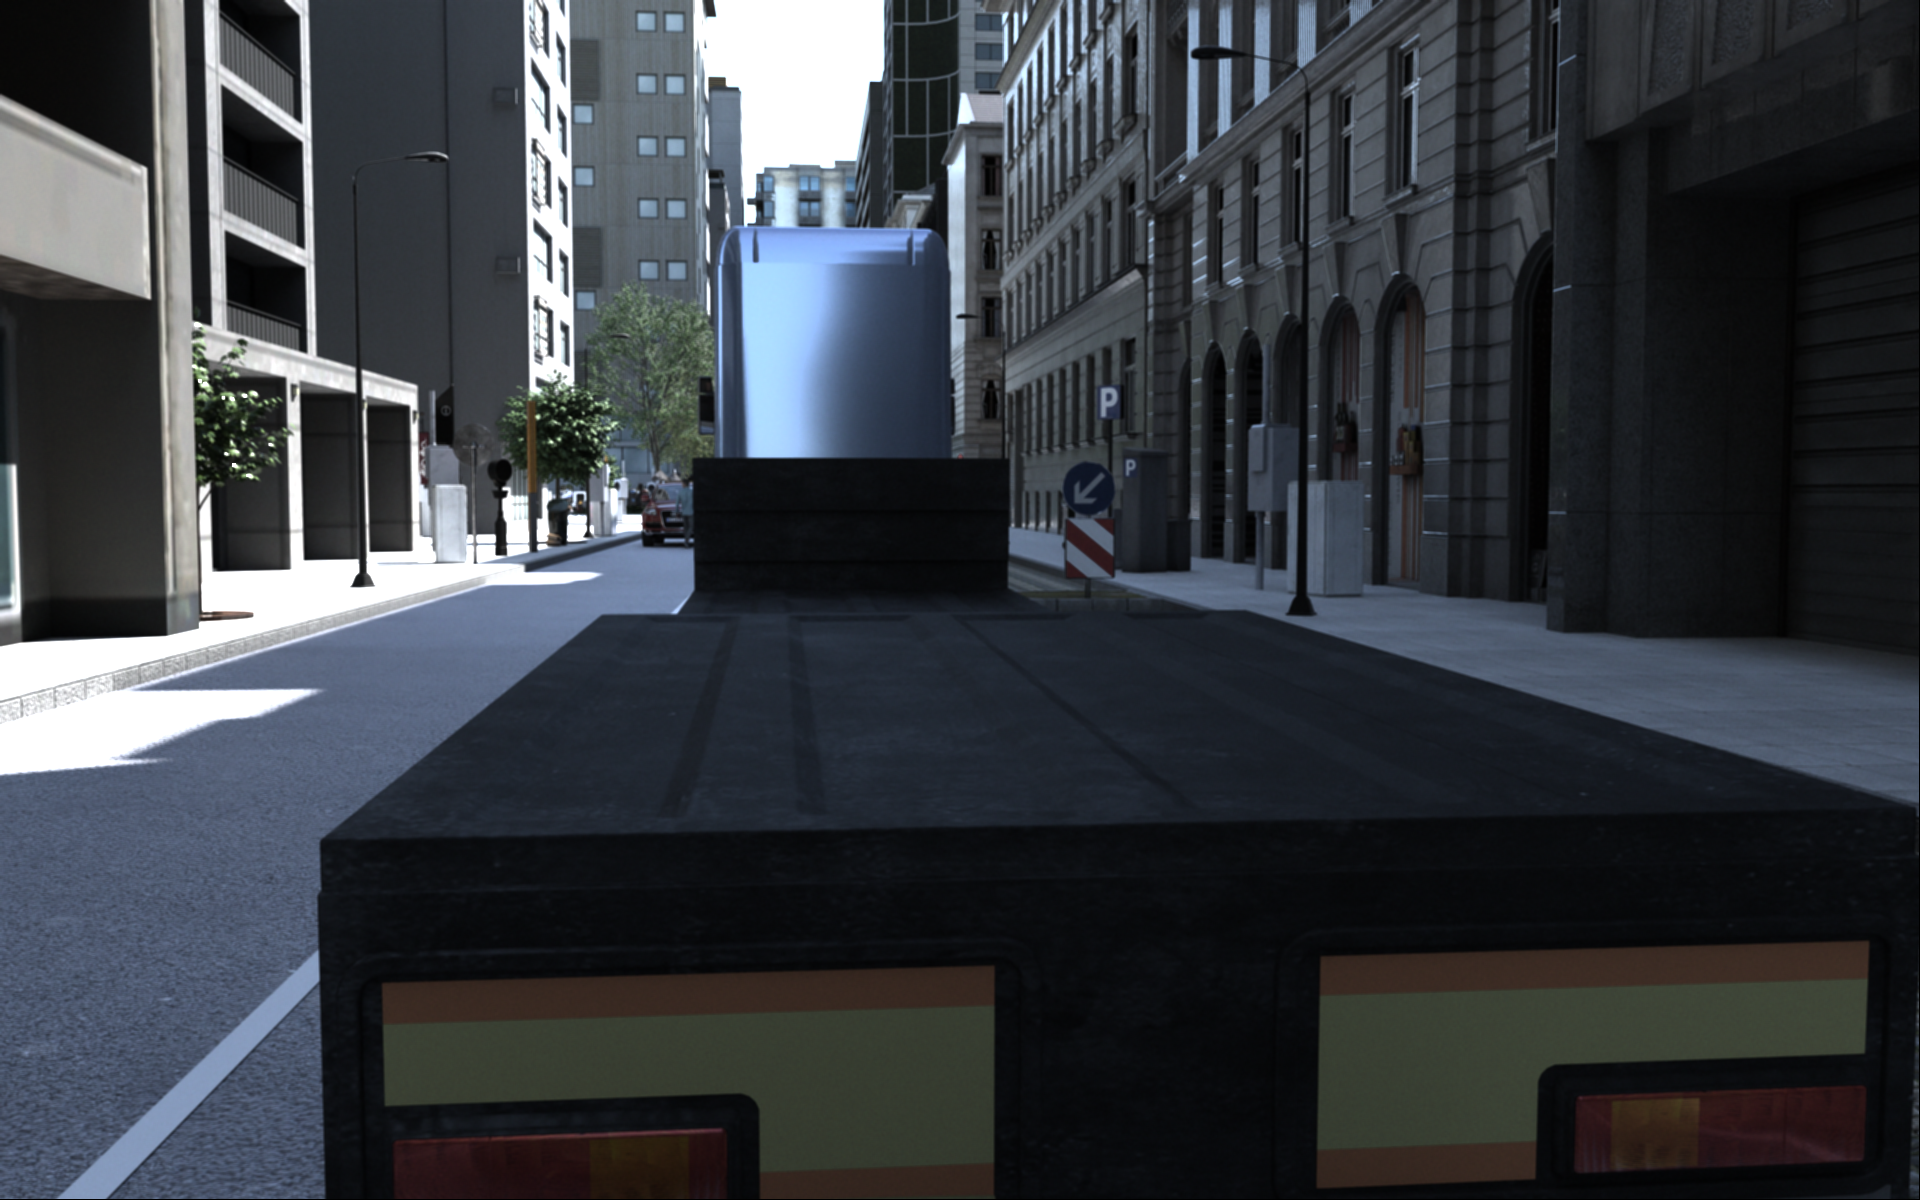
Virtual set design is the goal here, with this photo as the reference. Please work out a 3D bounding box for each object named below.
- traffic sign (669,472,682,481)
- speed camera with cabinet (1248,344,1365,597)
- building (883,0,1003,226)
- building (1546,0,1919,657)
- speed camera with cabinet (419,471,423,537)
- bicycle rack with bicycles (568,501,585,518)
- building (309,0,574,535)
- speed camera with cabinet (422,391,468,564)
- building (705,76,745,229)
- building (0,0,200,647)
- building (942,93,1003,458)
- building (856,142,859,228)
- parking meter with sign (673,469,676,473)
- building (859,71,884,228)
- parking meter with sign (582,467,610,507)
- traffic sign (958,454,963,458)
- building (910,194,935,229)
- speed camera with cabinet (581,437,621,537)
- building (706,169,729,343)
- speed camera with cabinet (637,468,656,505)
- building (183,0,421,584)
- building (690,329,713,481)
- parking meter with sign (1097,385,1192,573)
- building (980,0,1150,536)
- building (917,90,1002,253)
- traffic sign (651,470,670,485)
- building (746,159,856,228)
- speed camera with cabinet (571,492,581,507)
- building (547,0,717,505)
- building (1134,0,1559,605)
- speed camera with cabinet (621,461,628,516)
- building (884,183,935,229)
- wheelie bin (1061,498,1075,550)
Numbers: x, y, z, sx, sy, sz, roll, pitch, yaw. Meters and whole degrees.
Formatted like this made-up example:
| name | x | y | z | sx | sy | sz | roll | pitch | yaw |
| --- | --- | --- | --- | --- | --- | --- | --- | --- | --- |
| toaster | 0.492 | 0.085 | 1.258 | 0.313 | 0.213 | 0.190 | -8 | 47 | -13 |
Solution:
| name | x | y | z | sx | sy | sz | roll | pitch | yaw |
| --- | --- | --- | --- | --- | --- | --- | --- | --- | --- |
| traffic sign | -12.985 | -4.590 | 78.695 | 0.795 | 2.450 | 0.064 | 0 | 4 | -5 |
| speed camera with cabinet | 4.456 | -1.716 | 22.386 | 0.660 | 3.252 | 2.038 | -1 | 4 | -19 |
| building | 0.823 | -45.027 | 174.448 | 20.563 | 71.187 | 20.611 | 0 | 4 | -5 |
| building | 12.449 | -11.515 | 6.289 | 12.078 | 24.808 | 19.932 | 0 | 4 | -5 |
| speed camera with cabinet | -15.665 | -3.453 | 50.797 | 0.660 | 3.252 | 2.038 | 2 | 4 | 28 |
| bicycle rack with bicycles | -22.157 | -5.003 | 95.176 | 2.852 | 0.926 | 2.925 | -2 | 4 | -32 |
| building | -20.958 | -22.983 | 59.366 | 14.086 | 41.232 | 14.154 | 0 | 4 | -5 |
| speed camera with cabinet | -9.675 | -2.342 | 32.622 | 0.660 | 3.252 | 2.038 | -1 | 4 | -21 |
| building | -44.715 | -43.090 | 246.512 | 28.212 | 58.520 | 21.231 | 0 | 4 | -5 |
| building | -16.828 | -23.230 | 3.519 | 21.300 | 48.544 | 21.600 | 0 | 4 | -5 |
| building | 8.579 | -14.532 | 86.742 | 18.267 | 20.994 | 9.793 | 0 | 4 | -5 |
| building | -2.030 | -36.339 | 217.845 | 21.300 | 48.544 | 21.600 | 0 | 4 | -5 |
| parking meter with sign | -19.099 | -7.625 | 120.925 | 1.738 | 3.016 | 0.543 | 0 | 4 | -1 |
| building | -0.002 | -35.016 | 196.221 | 21.300 | 48.544 | 21.600 | 0 | 4 | -5 |
| parking meter with sign | -23.718 | -7.127 | 112.782 | 1.738 | 3.016 | 0.543 | 0 | 4 | 3 |
| traffic sign | 0.013 | -3.427 | 56.029 | 0.884 | 2.594 | 0.081 | 0 | 4 | -2 |
| building | 2.106 | -17.930 | 122.040 | 11.050 | 23.489 | 19.941 | 0 | 4 | -5 |
| speed camera with cabinet | -10.850 | -3.548 | 52.353 | 0.660 | 3.252 | 2.038 | 0 | 4 | -1 |
| building | -36.130 | -32.744 | 218.952 | 14.086 | 41.232 | 14.154 | 0 | 4 | -5 |
| speed camera with cabinet | -24.176 | -8.439 | 132.315 | 2.038 | 3.252 | 0.660 | 0 | 4 | 5 |
| building | -21.924 | -36.286 | 31.528 | 20.563 | 71.187 | 20.611 | 0 | 4 | -5 |
| building | -41.319 | -21.344 | 194.015 | 27.650 | 21.520 | 28.899 | 0 | 4 | -5 |
| parking meter with sign | 3.056 | -1.963 | 28.348 | 1.738 | 3.016 | 0.543 | -3 | 4 | -39 |
| building | 10.244 | -13.588 | 55.446 | 16.112 | 22.955 | 30.059 | 0 | 4 | -5 |
| building | 4.131 | -16.768 | 103.833 | 12.332 | 23.373 | 15.834 | 0 | 4 | -5 |
| traffic sign | -12.233 | -4.104 | 70.746 | 0.795 | 2.450 | 0.064 | 0 | 4 | -5 |
| building | -15.361 | -38.604 | 250.790 | 30.456 | 49.044 | 23.786 | 0 | 4 | -5 |
| speed camera with cabinet | -27.493 | -8.120 | 127.091 | 2.038 | 3.252 | 0.660 | -3 | 5 | -41 |
| building | -37.910 | -35.201 | 164.771 | 28.713 | 52.752 | 27.495 | 0 | 4 | -5 |
| building | 11.227 | -11.415 | 28.443 | 13.314 | 21.916 | 24.055 | 0 | 4 | -5 |
| speed camera with cabinet | -20.450 | -6.612 | 102.436 | 2.038 | 3.252 | 0.660 | 3 | 5 | 45 |
| building | 1.034 | -21.786 | 143.588 | 14.401 | 28.519 | 23.554 | 0 | 4 | -5 |
| wheelie bin | 2.671 | -1.915 | 39.217 | 0.693 | 1.594 | 0.980 | -1 | 4 | -9 |
